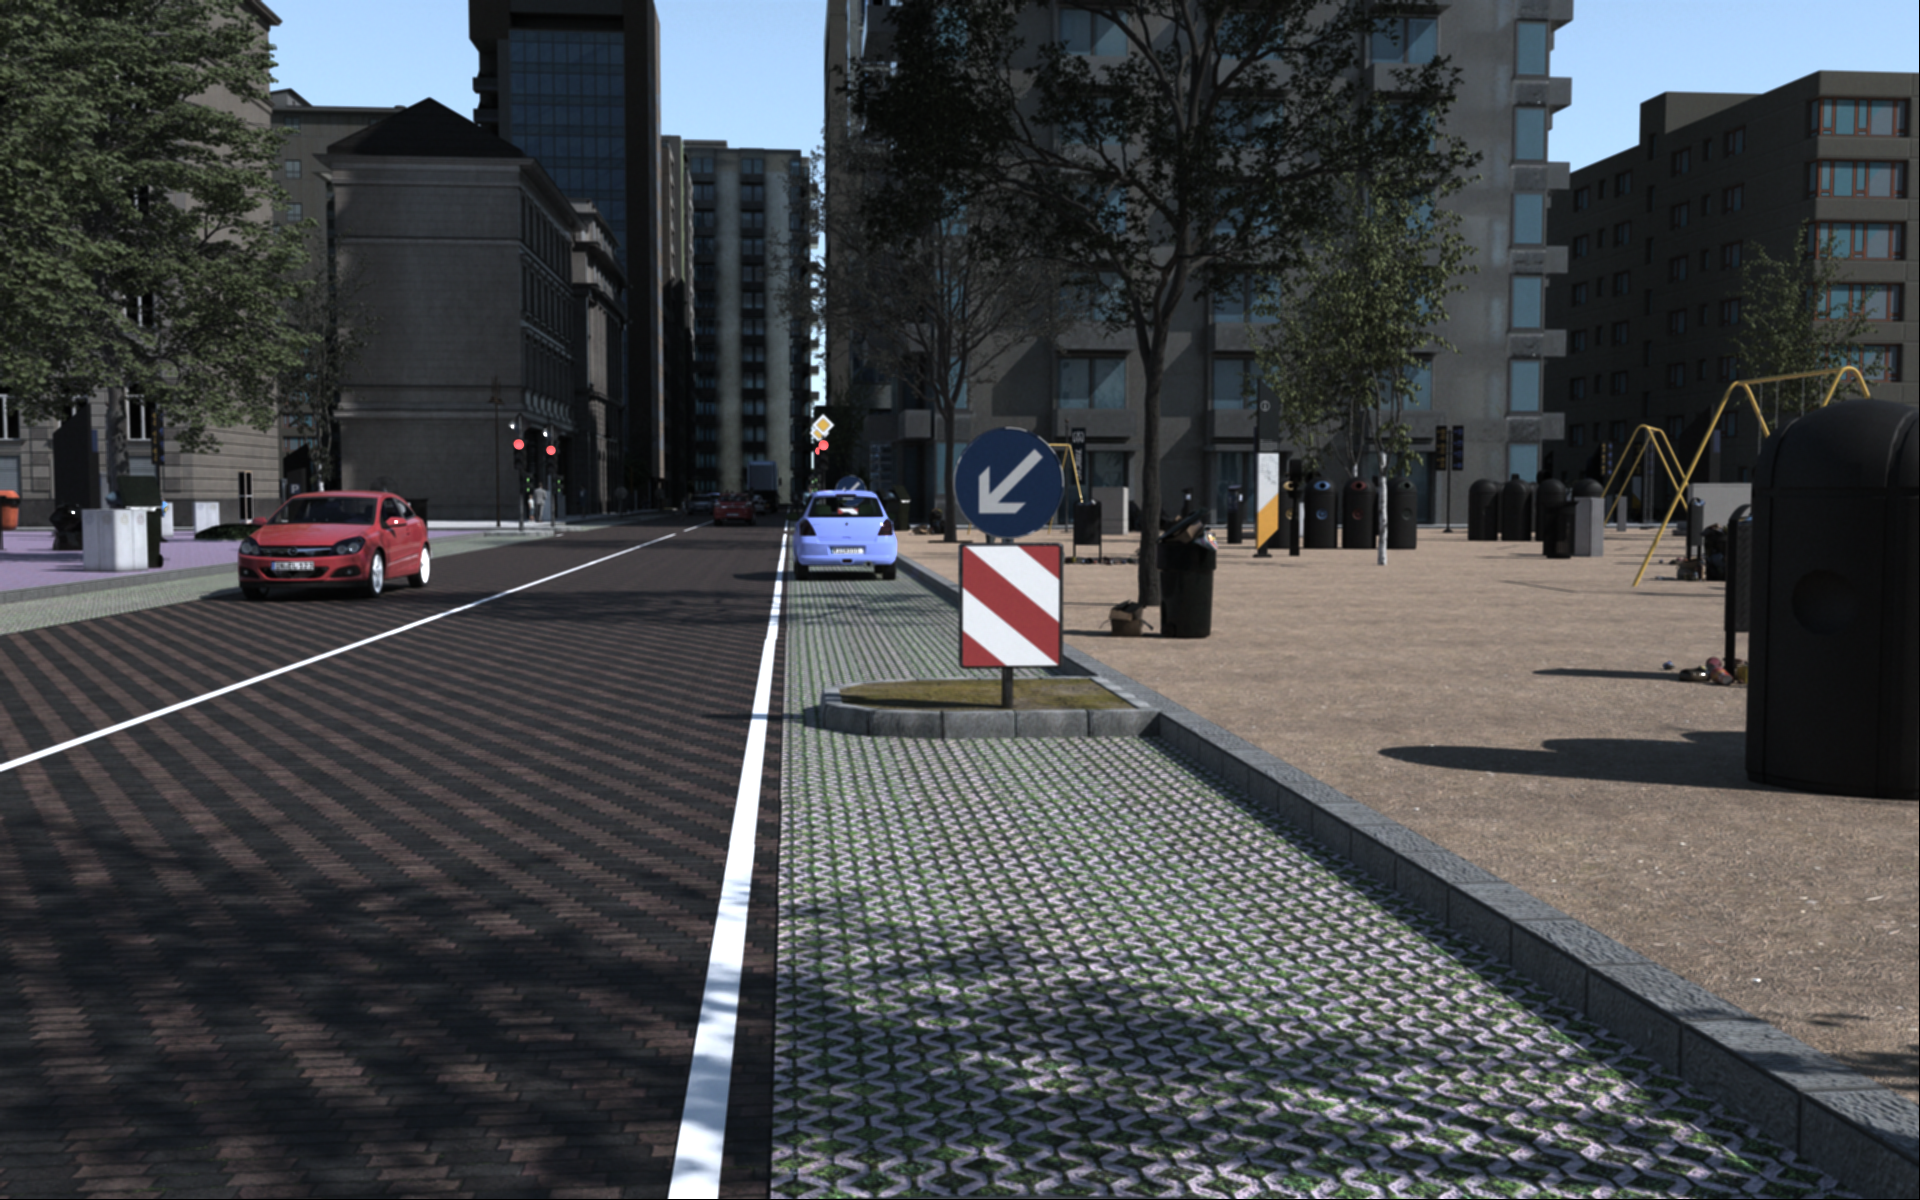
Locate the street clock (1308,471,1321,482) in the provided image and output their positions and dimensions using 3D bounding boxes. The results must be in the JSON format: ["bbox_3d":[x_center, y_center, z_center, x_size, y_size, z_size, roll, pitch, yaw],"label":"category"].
[{"bbox_3d":[10.946,-3.007,53.729,0.471,2.002,0.358,-1,4,-9],"label":"street clock"}]

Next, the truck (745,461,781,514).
[{"bbox_3d":[-15.569,-8.843,134.345,2.967,4.110,18.799,0,4,-4],"label":"truck"}]

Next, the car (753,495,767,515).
[{"bbox_3d":[-14.143,-6.428,117.465,2.083,1.381,4.827,0,4,-7],"label":"car"}]

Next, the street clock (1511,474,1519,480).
[{"bbox_3d":[19.920,-3.524,62.187,0.358,2.002,0.471,2,4,26],"label":"street clock"}]

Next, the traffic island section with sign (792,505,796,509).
[{"bbox_3d":[-10.586,-6.832,120.325,1.989,1.847,2.006,0,4,-6],"label":"traffic island section with sign"}]

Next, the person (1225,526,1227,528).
[{"bbox_3d":[10.510,-3.543,66.782,0.624,1.780,0.694,0,4,1],"label":"person"}]

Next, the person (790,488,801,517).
[{"bbox_3d":[-10.432,-6.159,109.306,0.850,1.850,0.679,1,4,12],"label":"person"}]

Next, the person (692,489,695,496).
[{"bbox_3d":[-30.594,-11.790,198.904,0.705,1.812,1.348,0,4,3],"label":"person"}]

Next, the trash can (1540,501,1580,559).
[{"bbox_3d":[11.943,-1.398,34.515,0.748,1.137,0.748,0,3,0],"label":"trash can"}]

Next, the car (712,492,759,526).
[{"bbox_3d":[-10.363,-4.328,79.811,2.155,1.783,4.494,0,4,-5],"label":"car"}]

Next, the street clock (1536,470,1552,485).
[{"bbox_3d":[17.739,-2.940,52.634,0.471,2.002,0.358,-2,4,-35],"label":"street clock"}]

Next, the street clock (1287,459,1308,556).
[{"bbox_3d":[6.950,-1.918,35.926,0.358,2.002,0.471,0,4,5],"label":"street clock"}]

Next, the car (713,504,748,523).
[{"bbox_3d":[-11.348,-4.662,86.444,2.015,1.641,3.980,0,4,-6],"label":"car"}]

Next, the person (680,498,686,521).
[{"bbox_3d":[-14.869,-4.850,92.808,0.382,1.210,0.505,-1,4,-21],"label":"person"}]

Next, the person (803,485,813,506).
[{"bbox_3d":[-6.195,-3.874,71.860,0.660,1.820,0.620,-1,4,-20],"label":"person"}]

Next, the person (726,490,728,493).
[{"bbox_3d":[-18.595,-7.906,138.104,0.374,1.781,0.599,2,4,33],"label":"person"}]

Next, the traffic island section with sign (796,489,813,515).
[{"bbox_3d":[-2.513,-1.787,37.852,1.989,1.847,2.006,0,4,-6],"label":"traffic island section with sign"}]

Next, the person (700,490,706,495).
[{"bbox_3d":[-20.162,-7.757,135.731,0.661,1.777,0.834,-1,4,-22],"label":"person"}]

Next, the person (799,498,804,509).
[{"bbox_3d":[-14.755,-9.337,164.416,1.065,1.426,0.557,2,4,25],"label":"person"}]

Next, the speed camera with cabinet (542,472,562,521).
[{"bbox_3d":[-19.444,-5.398,82.586,0.660,3.252,2.038,0,4,-1],"label":"speed camera with cabinet"}]

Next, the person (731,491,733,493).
[{"bbox_3d":[-24.366,-10.769,185.243,0.621,1.740,0.551,-1,4,-14],"label":"person"}]

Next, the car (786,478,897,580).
[{"bbox_3d":[-2.034,-1.245,29.952,1.945,1.707,3.694,0,4,-6],"label":"car"}]

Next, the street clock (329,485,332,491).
[{"bbox_3d":[-50.389,-8.184,138.384,0.358,2.002,0.471,2,4,25],"label":"street clock"}]

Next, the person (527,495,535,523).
[{"bbox_3d":[-19.235,-4.092,77.623,0.332,1.250,0.352,-2,4,-31],"label":"person"}]

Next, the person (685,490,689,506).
[{"bbox_3d":[-29.628,-11.078,187.836,0.551,1.740,0.621,3,5,43],"label":"person"}]

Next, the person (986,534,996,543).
[{"bbox_3d":[0.737,-1.871,36.809,0.590,1.801,0.661,-3,5,-39],"label":"person"}]

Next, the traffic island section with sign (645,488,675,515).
[{"bbox_3d":[-20.657,-6.772,119.356,1.989,1.847,2.006,0,4,-6],"label":"traffic island section with sign"}]

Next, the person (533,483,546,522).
[{"bbox_3d":[-18.975,-4.410,78.342,0.606,1.804,0.583,0,4,-1],"label":"person"}]

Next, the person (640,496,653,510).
[{"bbox_3d":[-25.118,-7.785,138.834,1.012,1.151,0.738,0,4,-7],"label":"person"}]

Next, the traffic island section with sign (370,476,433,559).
[{"bbox_3d":[-12.717,-1.803,38.115,1.989,1.847,2.006,0,4,-6],"label":"traffic island section with sign"}]

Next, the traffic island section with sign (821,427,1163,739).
[{"bbox_3d":[0.113,-0.147,11.025,1.989,1.847,2.006,0,4,-6],"label":"traffic island section with sign"}]

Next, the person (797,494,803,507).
[{"bbox_3d":[-15.765,-10.078,173.369,0.705,1.812,1.348,3,5,44],"label":"person"}]

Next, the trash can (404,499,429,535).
[{"bbox_3d":[-16.354,-2.476,52.132,0.748,1.137,0.748,0,3,0],"label":"trash can"}]

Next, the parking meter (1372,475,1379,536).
[{"bbox_3d":[12.965,-2.929,53.593,0.399,1.863,0.255,2,4,24],"label":"parking meter"}]

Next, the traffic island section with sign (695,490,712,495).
[{"bbox_3d":[-25.501,-9.809,169.000,1.989,1.847,2.006,0,4,-6],"label":"traffic island section with sign"}]

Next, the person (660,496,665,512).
[{"bbox_3d":[-22.549,-7.473,130.902,0.478,1.798,0.641,-1,4,-12],"label":"person"}]

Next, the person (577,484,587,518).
[{"bbox_3d":[-20.030,-5.261,92.089,0.581,1.822,0.654,2,4,25],"label":"person"}]

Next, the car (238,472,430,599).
[{"bbox_3d":[-8.985,-0.980,25.070,2.155,1.783,4.494,0,4,-4],"label":"car"}]

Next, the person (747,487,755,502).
[{"bbox_3d":[-12.668,-5.900,104.775,0.655,1.846,0.447,3,5,44],"label":"person"}]

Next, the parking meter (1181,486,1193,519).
[{"bbox_3d":[7.367,-2.922,56.185,0.372,1.533,0.369,0,3,0],"label":"parking meter"}]

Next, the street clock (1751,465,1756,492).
[{"bbox_3d":[18.482,-2.161,39.910,0.471,2.002,0.358,1,4,20],"label":"street clock"}]

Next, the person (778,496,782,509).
[{"bbox_3d":[-17.613,-9.671,167.344,0.721,1.736,1.217,2,4,29],"label":"person"}]

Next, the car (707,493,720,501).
[{"bbox_3d":[-21.254,-8.542,149.257,1.945,1.707,3.694,0,4,-7],"label":"car"}]

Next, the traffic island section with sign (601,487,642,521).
[{"bbox_3d":[-18.002,-5.112,92.208,1.989,1.847,2.006,0,4,-6],"label":"traffic island section with sign"}]

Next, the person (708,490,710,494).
[{"bbox_3d":[-26.410,-10.648,182.220,0.705,1.869,1.348,0,4,-5],"label":"person"}]

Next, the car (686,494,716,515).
[{"bbox_3d":[-17.978,-6.632,120.434,2.014,1.417,4.499,0,4,-6],"label":"car"}]

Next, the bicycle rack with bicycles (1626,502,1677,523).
[{"bbox_3d":[31.625,-4.004,78.850,2.925,0.926,2.852,1,4,11],"label":"bicycle rack with bicycles"}]

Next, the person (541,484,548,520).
[{"bbox_3d":[-20.006,-4.753,84.145,0.834,1.777,0.661,1,4,15],"label":"person"}]
